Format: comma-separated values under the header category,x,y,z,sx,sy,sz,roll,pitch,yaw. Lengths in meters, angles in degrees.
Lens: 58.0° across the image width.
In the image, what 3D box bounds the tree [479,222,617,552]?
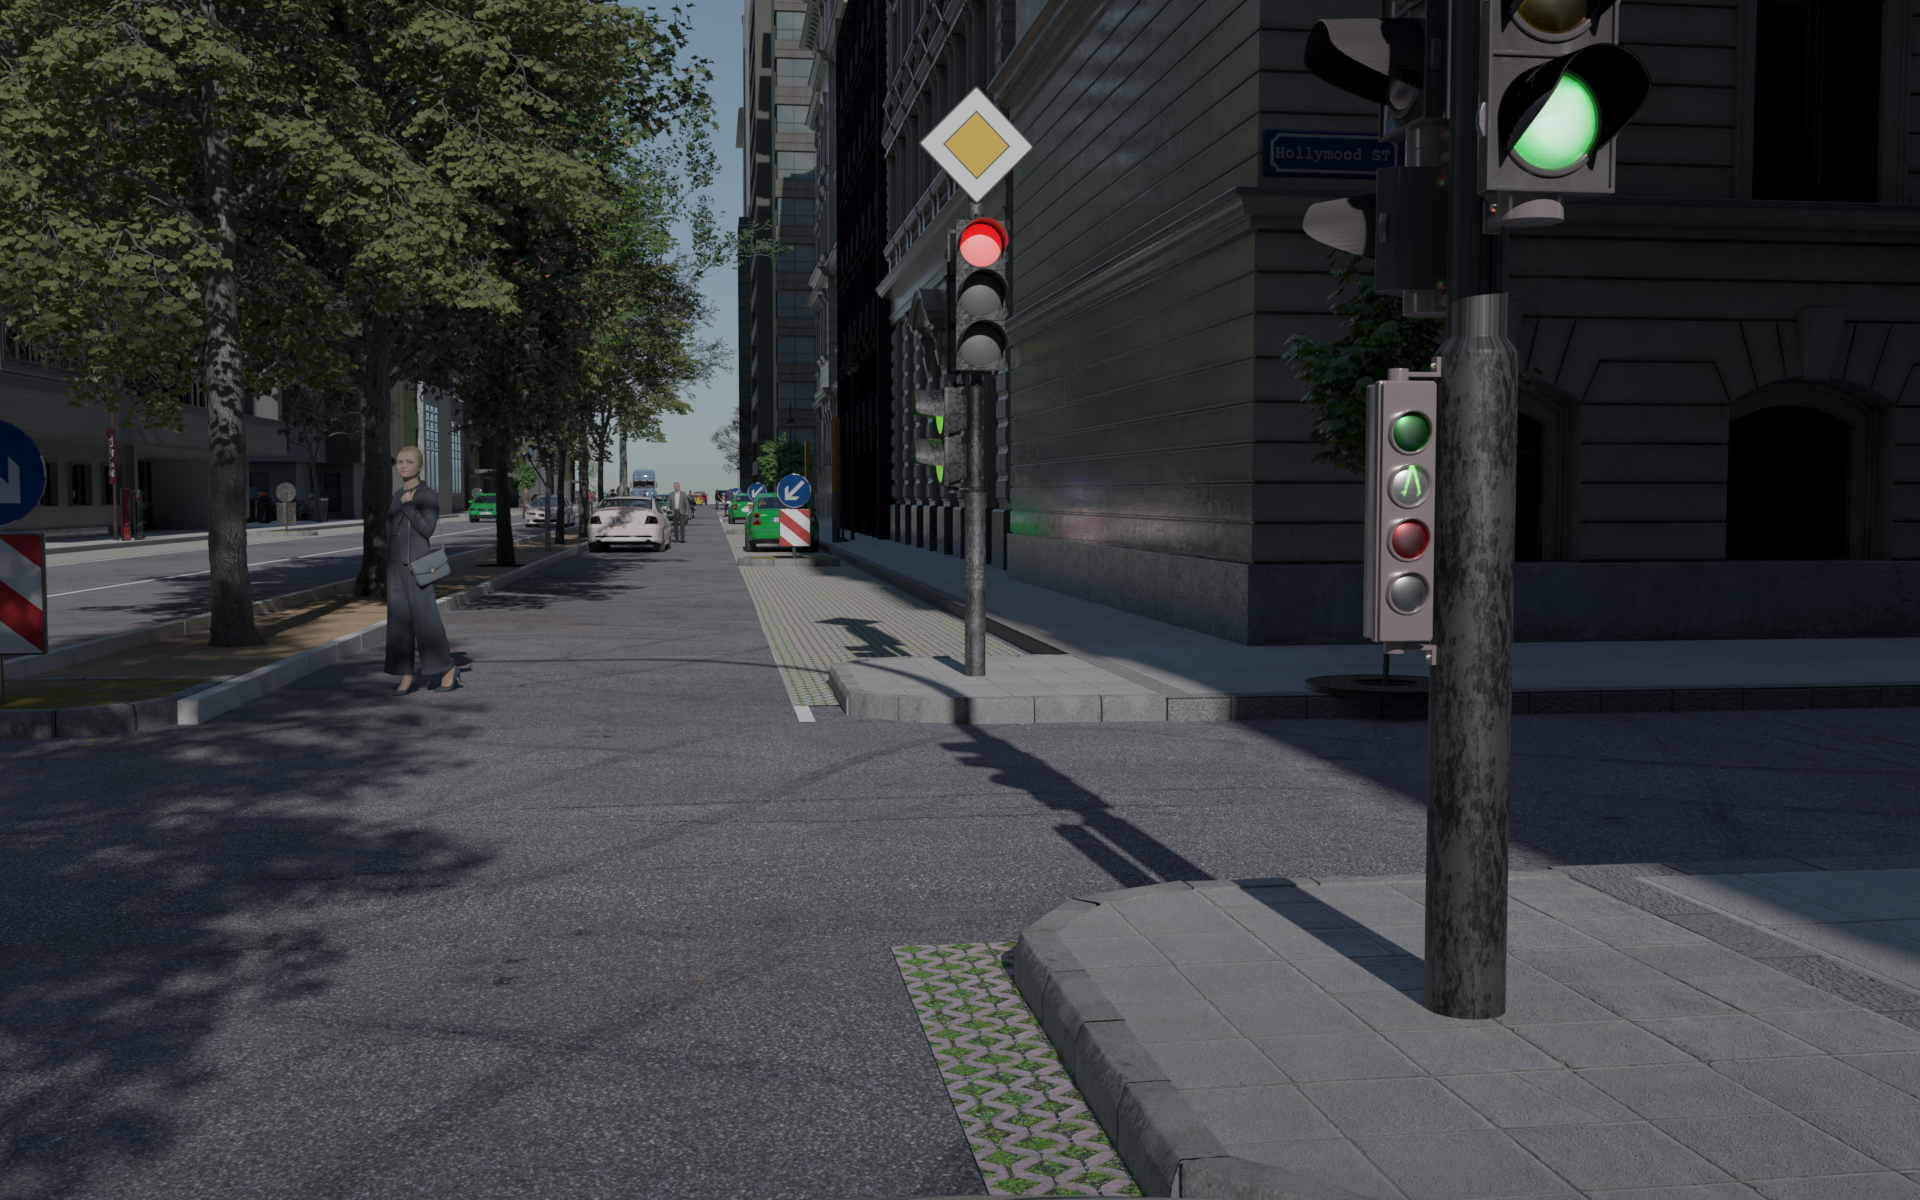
category,x,y,z,sx,sy,sz,roll,pitch,yaw
tree,-10.192,-5.486,42.514,4.737,8.622,4.395,0,3,0

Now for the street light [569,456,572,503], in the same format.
category,x,y,z,sx,sy,sz,roll,pitch,yaw
street light,-46.299,-14.259,205.928,0.468,5.910,1.993,-1,4,-8

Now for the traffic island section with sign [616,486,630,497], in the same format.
category,x,y,z,sx,sy,sz,roll,pitch,yaw
traffic island section with sign,-16.665,-4.726,85.406,2.006,1.907,1.989,-1,4,-8

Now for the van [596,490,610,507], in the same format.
category,x,y,z,sx,sy,sz,roll,pitch,yaw
van,-37.197,-10.665,181.382,2.013,2.044,4.112,-1,4,-10

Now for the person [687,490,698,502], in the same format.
category,x,y,z,sx,sy,sz,roll,pitch,yaw
person,-22.026,-8.115,141.892,1.217,1.735,0.721,-3,5,-41

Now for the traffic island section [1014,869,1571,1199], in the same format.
category,x,y,z,sx,sy,sz,roll,pitch,yaw
traffic island section,1.271,1.097,4.346,2.009,0.180,2.903,-1,4,-8

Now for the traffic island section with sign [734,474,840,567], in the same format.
category,x,y,z,sx,sy,sz,roll,pitch,yaw
traffic island section with sign,-3.478,-1.605,34.868,1.989,1.847,2.006,-1,4,-8

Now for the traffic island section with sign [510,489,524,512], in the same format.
category,x,y,z,sx,sy,sz,roll,pitch,yaw
traffic island section with sign,-34.005,-7.721,134.873,1.989,1.847,2.006,-1,4,-8

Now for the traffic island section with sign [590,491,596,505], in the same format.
category,x,y,z,sx,sy,sz,roll,pitch,yaw
traffic island section with sign,-45.908,-12.767,217.359,1.989,1.847,2.006,-1,4,-8

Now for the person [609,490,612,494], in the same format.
category,x,y,z,sx,sy,sz,roll,pitch,yaw
person,-31.450,-9.017,155.920,0.705,1.826,1.348,-1,4,-20

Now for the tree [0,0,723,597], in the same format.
category,x,y,z,sx,sy,sz,roll,pitch,yaw
tree,-8.160,-6.394,24.000,9.611,12.733,9.660,0,3,0

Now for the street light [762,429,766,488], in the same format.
category,x,y,z,sx,sy,sz,roll,pitch,yaw
street light,-13.974,-9.252,124.057,0.468,5.910,1.993,-1,4,-8

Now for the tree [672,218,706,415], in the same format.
category,x,y,z,sx,sy,sz,roll,pitch,yaw
tree,-12.170,-8.291,56.139,7.486,12.596,7.792,0,3,0

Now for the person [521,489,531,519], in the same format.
category,x,y,z,sx,sy,sz,roll,pitch,yaw
person,-25.281,-5.624,100.998,0.990,1.755,0.434,3,5,40

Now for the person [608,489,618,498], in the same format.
category,x,y,z,sx,sy,sz,roll,pitch,yaw
person,-28.353,-8.158,141.519,0.705,1.869,1.348,3,5,39

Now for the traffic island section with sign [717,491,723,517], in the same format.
category,x,y,z,sx,sy,sz,roll,pitch,yaw
traffic island section with sign,-14.375,-6.223,110.378,1.989,1.847,2.006,-1,4,-8

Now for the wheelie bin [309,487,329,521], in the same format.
category,x,y,z,sx,sy,sz,roll,pitch,yaw
wheelie bin,-30.083,-4.482,81.187,0.693,1.594,0.980,1,4,21

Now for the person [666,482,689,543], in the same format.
category,x,y,z,sx,sy,sz,roll,pitch,yaw
person,-8.252,-2.557,50.699,0.661,1.777,0.834,-1,4,-14

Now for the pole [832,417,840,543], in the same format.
category,x,y,z,sx,sy,sz,roll,pitch,yaw
pole,-3.272,-3.171,45.687,0.158,3.312,0.155,0,3,0

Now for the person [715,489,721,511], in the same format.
category,x,y,z,sx,sy,sz,roll,pitch,yaw
person,-20.405,-8.395,145.769,0.705,1.822,1.348,-2,4,-29

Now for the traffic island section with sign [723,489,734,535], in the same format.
category,x,y,z,sx,sy,sz,roll,pitch,yaw
traffic island section with sign,-7.326,-3.237,61.549,1.989,1.847,2.006,-1,4,-8

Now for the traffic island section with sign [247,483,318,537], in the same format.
category,x,y,z,sx,sy,sz,roll,pitch,yaw
traffic island section with sign,-23.044,-3.084,59.048,1.989,1.847,2.006,-1,4,-8

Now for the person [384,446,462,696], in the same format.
category,x,y,z,sx,sy,sz,roll,pitch,yaw
person,-3.913,-0.216,12.448,0.576,1.772,0.534,1,4,16

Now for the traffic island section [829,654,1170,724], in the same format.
category,x,y,z,sx,sy,sz,roll,pitch,yaw
traffic island section,0.130,0.614,12.250,2.009,0.180,2.903,-1,4,-8

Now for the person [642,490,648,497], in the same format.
category,x,y,z,sx,sy,sz,roll,pitch,yaw
person,-21.555,-6.675,118.552,0.530,1.710,0.541,-1,4,-17

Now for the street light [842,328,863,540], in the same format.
category,x,y,z,sx,sy,sz,roll,pitch,yaw
street light,-3.010,-4.624,48.396,0.468,5.910,1.993,-1,4,-8

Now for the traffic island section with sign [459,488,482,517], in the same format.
category,x,y,z,sx,sy,sz,roll,pitch,yaw
traffic island section with sign,-30.129,-6.081,108.050,1.989,1.847,2.006,-1,4,-8

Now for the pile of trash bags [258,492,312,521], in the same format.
category,x,y,z,sx,sy,sz,roll,pitch,yaw
pile of trash bags,-32.276,-4.426,82.115,1.912,1.369,3.447,1,4,9

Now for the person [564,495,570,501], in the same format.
category,x,y,z,sx,sy,sz,roll,pitch,yaw
person,-30.462,-7.569,132.330,0.705,1.814,1.350,3,5,44

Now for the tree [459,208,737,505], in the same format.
category,x,y,z,sx,sy,sz,roll,pitch,yaw
tree,-13.725,-9.357,65.817,12.009,13.543,11.850,0,3,0

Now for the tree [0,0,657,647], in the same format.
category,x,y,z,sx,sy,sz,roll,pitch,yaw
tree,-6.664,-5.805,15.498,7.486,12.596,7.792,0,3,0

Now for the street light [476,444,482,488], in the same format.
category,x,y,z,sx,sy,sz,roll,pitch,yaw
street light,-34.406,-9.231,123.720,0.468,5.910,1.993,-1,4,-8

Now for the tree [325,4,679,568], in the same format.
category,x,y,z,sx,sy,sz,roll,pitch,yaw
tree,-9.070,-6.461,33.855,9.928,11.665,9.643,0,3,0

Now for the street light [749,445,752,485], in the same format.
category,x,y,z,sx,sy,sz,roll,pitch,yaw
street light,-19.535,-11.559,161.771,0.468,5.910,1.993,-1,4,-8

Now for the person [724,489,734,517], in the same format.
category,x,y,z,sx,sy,sz,roll,pitch,yaw
person,-14.299,-5.998,107.010,0.683,1.767,0.568,-1,4,-15

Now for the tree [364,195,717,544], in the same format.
category,x,y,z,sx,sy,sz,roll,pitch,yaw
tree,-11.362,-6.834,48.608,8.767,10.594,7.601,-1,4,-8

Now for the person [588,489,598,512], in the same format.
category,x,y,z,sx,sy,sz,roll,pitch,yaw
person,-24.668,-6.507,115.616,1.217,1.743,0.721,0,4,-1

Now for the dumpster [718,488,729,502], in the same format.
category,x,y,z,sx,sy,sz,roll,pitch,yaw
dumpster,-33.087,-14.454,241.271,1.985,2.255,1.502,0,4,-8

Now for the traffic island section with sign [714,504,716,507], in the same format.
category,x,y,z,sx,sy,sz,roll,pitch,yaw
traffic island section with sign,-18.292,-7.879,137.448,1.989,1.847,2.006,-1,4,-8

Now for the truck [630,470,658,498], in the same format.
category,x,y,z,sx,sy,sz,roll,pitch,yaw
truck,-35.787,-12.708,197.532,2.967,4.110,18.799,-1,4,-8

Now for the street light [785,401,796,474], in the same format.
category,x,y,z,sx,sy,sz,roll,pitch,yaw
street light,-8.426,-6.932,86.130,0.468,5.910,1.993,-1,4,-8

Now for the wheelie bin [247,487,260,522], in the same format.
category,x,y,z,sx,sy,sz,roll,pitch,yaw
wheelie bin,-32.181,-4.319,78.521,0.980,1.594,0.693,0,4,-3

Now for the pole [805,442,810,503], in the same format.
category,x,y,z,sx,sy,sz,roll,pitch,yaw
pole,-5.931,-4.491,67.277,0.158,3.312,0.155,0,3,0

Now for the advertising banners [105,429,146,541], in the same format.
category,x,y,z,sx,sy,sz,roll,pitch,yaw
advertising banners,-22.848,-3.132,47.403,0.090,3.025,2.074,0,4,0

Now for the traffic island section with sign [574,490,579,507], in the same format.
category,x,y,z,sx,sy,sz,roll,pitch,yaw
traffic island section with sign,-42.069,-11.135,190.678,1.989,1.847,2.006,-1,4,-8

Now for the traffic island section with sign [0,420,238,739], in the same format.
category,x,y,z,sx,sy,sz,roll,pitch,yaw
traffic island section with sign,-5.916,-0.177,11.038,2.006,1.907,1.989,-1,4,-8

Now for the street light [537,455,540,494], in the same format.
category,x,y,z,sx,sy,sz,roll,pitch,yaw
street light,-40.769,-11.930,167.835,0.468,5.910,1.993,-1,4,-8

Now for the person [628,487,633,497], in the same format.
category,x,y,z,sx,sy,sz,roll,pitch,yaw
person,-17.823,-5.158,92.849,1.348,1.823,0.705,3,5,41

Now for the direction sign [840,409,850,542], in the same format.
category,x,y,z,sx,sy,sz,roll,pitch,yaw
direction sign,-3.144,-3.326,46.378,0.379,3.537,0.876,0,4,2

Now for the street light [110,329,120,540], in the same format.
category,x,y,z,sx,sy,sz,roll,pitch,yaw
street light,-23.480,-4.601,48.012,0.468,5.910,1.993,-1,4,-8
